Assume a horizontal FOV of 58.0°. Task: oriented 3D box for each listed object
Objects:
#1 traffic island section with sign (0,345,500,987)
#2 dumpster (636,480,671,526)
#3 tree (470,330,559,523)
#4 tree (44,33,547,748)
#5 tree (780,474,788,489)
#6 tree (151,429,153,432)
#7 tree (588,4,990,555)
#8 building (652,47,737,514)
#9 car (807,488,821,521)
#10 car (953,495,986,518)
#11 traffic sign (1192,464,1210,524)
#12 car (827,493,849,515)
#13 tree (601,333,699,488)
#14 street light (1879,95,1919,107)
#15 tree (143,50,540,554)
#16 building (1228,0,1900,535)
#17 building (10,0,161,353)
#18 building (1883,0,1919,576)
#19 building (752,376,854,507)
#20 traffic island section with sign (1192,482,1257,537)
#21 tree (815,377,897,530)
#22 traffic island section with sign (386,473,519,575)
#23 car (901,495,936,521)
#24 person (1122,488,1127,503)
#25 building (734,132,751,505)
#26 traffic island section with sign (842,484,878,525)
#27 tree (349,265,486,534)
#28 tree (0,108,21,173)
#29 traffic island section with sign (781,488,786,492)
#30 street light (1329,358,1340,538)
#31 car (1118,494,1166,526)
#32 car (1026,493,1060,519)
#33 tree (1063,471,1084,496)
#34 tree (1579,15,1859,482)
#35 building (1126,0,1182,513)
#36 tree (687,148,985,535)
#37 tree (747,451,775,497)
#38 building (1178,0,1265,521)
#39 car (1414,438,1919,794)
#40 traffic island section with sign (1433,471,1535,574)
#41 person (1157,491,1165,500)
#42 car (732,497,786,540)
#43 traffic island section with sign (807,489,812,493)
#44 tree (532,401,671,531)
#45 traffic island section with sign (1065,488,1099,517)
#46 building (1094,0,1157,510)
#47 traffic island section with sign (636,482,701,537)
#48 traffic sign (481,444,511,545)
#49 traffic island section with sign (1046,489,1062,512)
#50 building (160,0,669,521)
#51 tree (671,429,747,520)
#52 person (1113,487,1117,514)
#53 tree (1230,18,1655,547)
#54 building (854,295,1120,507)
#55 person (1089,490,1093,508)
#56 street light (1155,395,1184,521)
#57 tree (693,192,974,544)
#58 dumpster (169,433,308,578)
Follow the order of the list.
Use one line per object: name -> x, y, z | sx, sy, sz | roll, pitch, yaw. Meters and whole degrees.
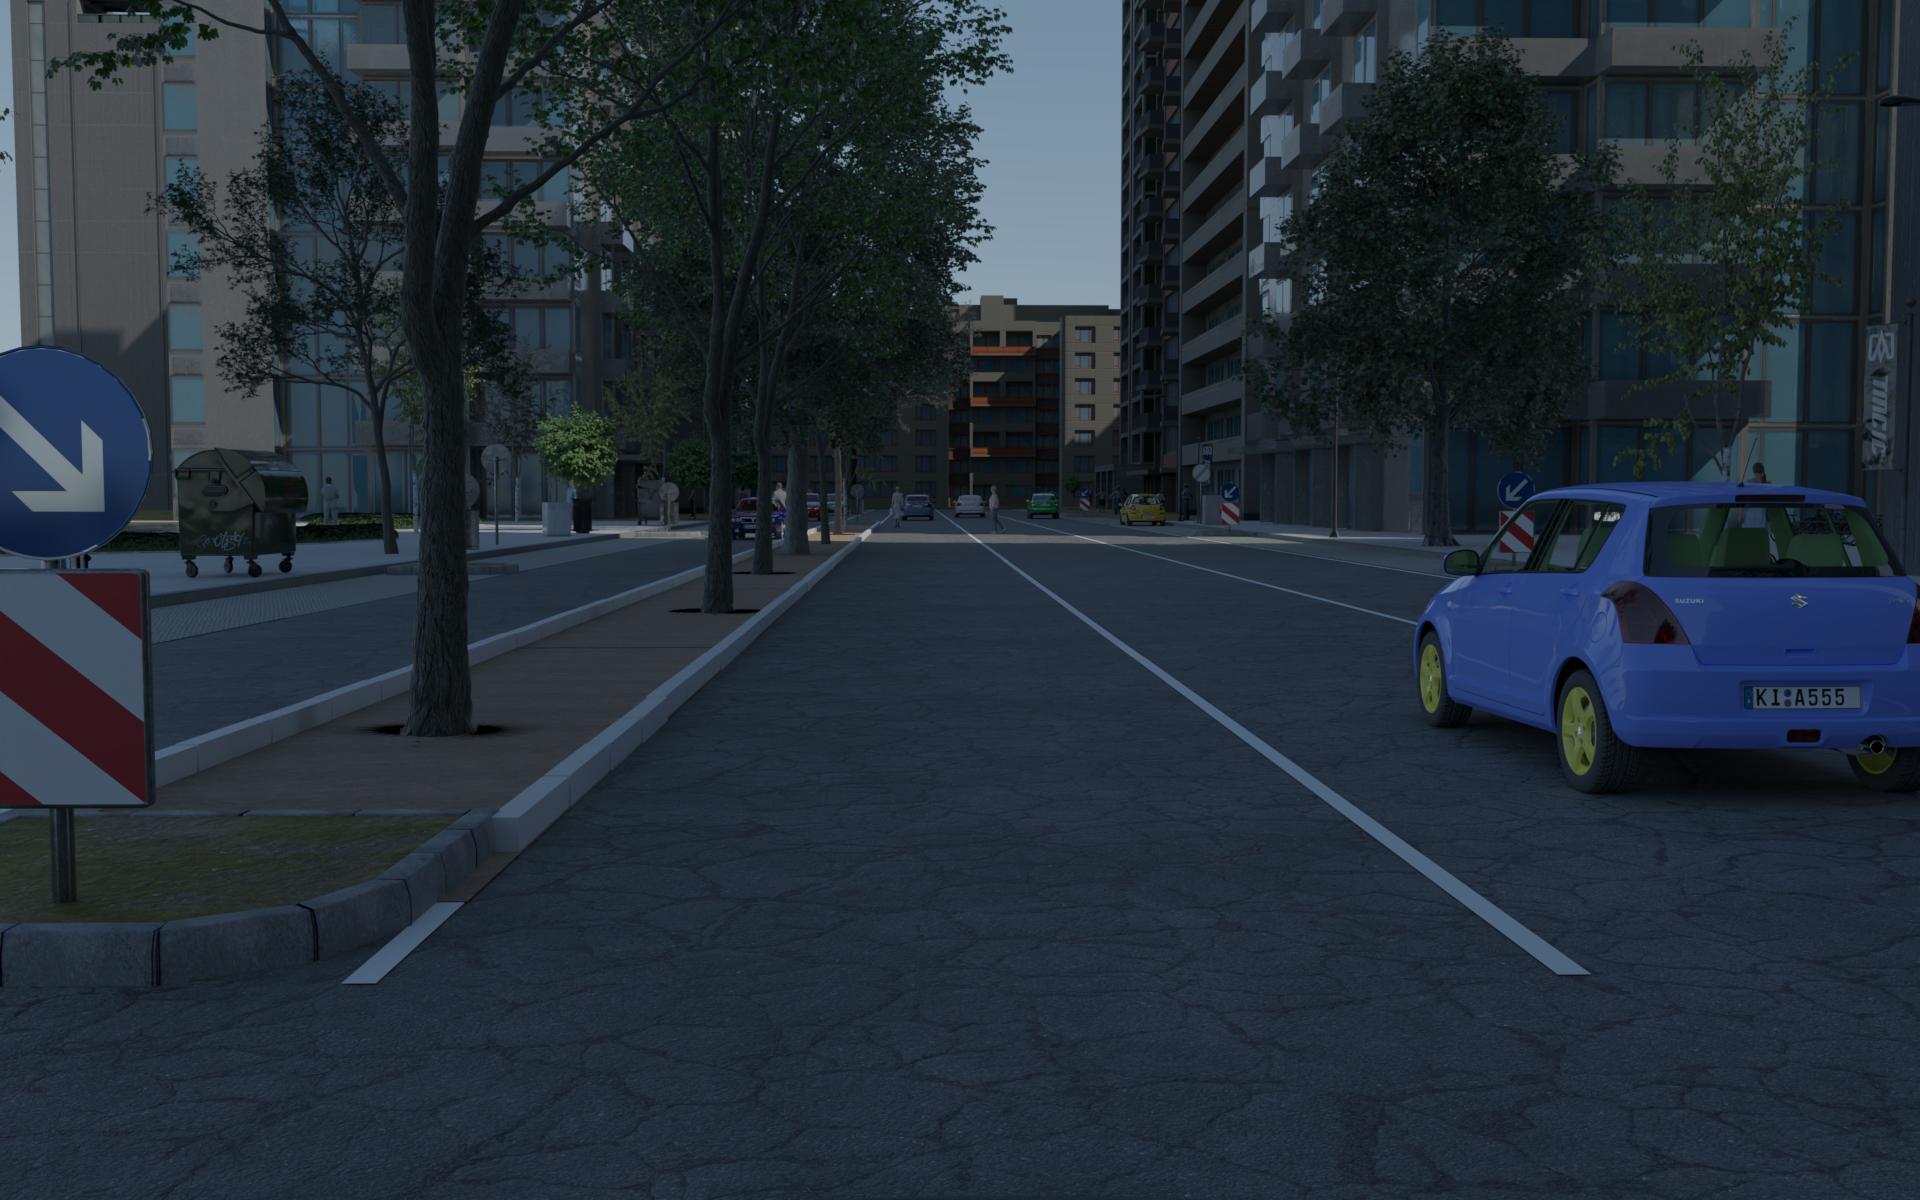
traffic island section with sign -> -2.824, 0.133, 5.969 | 2.006, 1.907, 1.989 | 0, 4, -2
dumpster -> -12.543, -3.989, 70.984 | 1.264, 1.857, 1.865 | 0, 4, -2
tree -> -20.072, -7.816, 78.155 | 4.360, 8.622, 3.978 | 0, 3, 0
tree -> -2.987, -4.994, 9.857 | 9.928, 11.665, 9.643 | 0, 3, 0
tree -> -14.431, -9.294, 146.553 | 1.663, 3.219, 1.824 | 0, 3, 0
tree -> -24.299, -3.947, 48.250 | 4.285, 4.588, 4.351 | 0, 3, 0
tree -> -3.867, -8.021, 40.261 | 9.857, 13.997, 8.962 | 0, 3, 0
building -> -27.569, -30.431, 121.250 | 21.300, 48.544, 21.600 | 0, 4, -2
car -> -8.190, -5.101, 92.447 | 2.155, 1.783, 4.494 | 0, 4, -1
car -> 0.610, -5.789, 107.014 | 2.083, 1.381, 4.827 | 0, 4, 0
traffic sign -> 10.258, -4.503, 73.733 | 0.768, 2.556, 0.104 | 0, 4, 2
car -> -8.352, -6.539, 115.703 | 1.959, 1.807, 4.718 | 0, 4, -2
tree -> -13.420, -7.731, 76.768 | 4.737, 8.622, 4.395 | 0, 3, 0
street light -> 11.402, -2.924, 20.354 | 1.470, 5.913, 1.316 | 0, 4, -2
tree -> -12.536, -6.272, 36.960 | 7.601, 10.594, 8.767 | 1, 4, 13
building -> 23.761, -27.314, 66.193 | 23.786, 49.044, 30.456 | 0, 4, -2
building -> -68.448, -28.227, 145.103 | 14.086, 41.232, 14.154 | 0, 4, -2
building -> 29.245, -29.121, 18.135 | 28.212, 58.520, 21.231 | 0, 4, -2
building -> -25.465, -20.581, 181.544 | 28.899, 21.520, 27.650 | 0, 4, -2
traffic island section with sign -> 8.929, -3.070, 58.824 | 1.989, 1.847, 2.006 | 0, 4, -2
tree -> -4.514, -7.071, 68.427 | 4.737, 8.622, 4.395 | 0, 3, 0
traffic island section with sign -> -9.074, -1.383, 31.248 | 1.989, 1.847, 2.006 | 0, 4, -2
car -> -2.306, -5.074, 94.967 | 2.014, 1.417, 4.499 | 0, 3, 0
person -> 11.557, -6.934, 120.233 | 0.721, 1.723, 1.217 | 1, 4, 9
building -> -31.824, -36.743, 142.750 | 28.212, 58.520, 21.231 | 0, 4, -2
traffic island section with sign -> -4.826, -4.461, 81.081 | 2.006, 1.907, 1.989 | 0, 4, -2
tree -> -17.387, -6.455, 55.905 | 4.737, 8.622, 4.395 | 0, 3, 0
tree -> -11.750, -4.073, 16.959 | 4.360, 8.622, 3.978 | 0, 3, 0
traffic island section with sign -> -11.123, -6.117, 108.636 | 1.989, 1.847, 2.006 | 0, 4, -2
street light -> 10.507, -4.794, 50.915 | 1.470, 5.913, 1.316 | 0, 4, -2
car -> 8.209, -4.149, 78.061 | 2.015, 1.641, 3.980 | 0, 4, -1
car -> 4.873, -5.689, 101.816 | 1.959, 1.807, 4.718 | 0, 3, 0
tree -> 9.367, -9.216, 145.283 | 1.663, 3.219, 1.824 | 0, 3, 0
tree -> 12.130, -4.719, 27.513 | 4.737, 8.622, 4.395 | 0, 3, 0
building -> 23.918, -28.374, 118.538 | 22.147, 44.769, 28.867 | 0, 4, -2
tree -> -4.214, -8.991, 59.826 | 12.009, 13.543, 11.850 | 0, 3, 0
tree -> -14.548, -7.585, 107.722 | 4.285, 4.588, 4.351 | 0, 3, 0
building -> 24.122, -28.717, 93.233 | 21.300, 48.544, 21.600 | 0, 4, -2
car -> 3.755, 0.000, 9.598 | 1.945, 1.707, 3.694 | 0, 4, -2
traffic island section with sign -> 9.659, -1.383, 31.246 | 1.989, 1.847, 2.006 | 0, 4, -2
person -> 10.757, -5.199, 94.243 | 0.799, 1.438, 0.628 | 0, 4, 1
car -> -6.419, -2.618, 55.389 | 1.945, 1.354, 3.894 | 0, 4, -1
traffic island section with sign -> -11.833, -7.765, 135.582 | 1.989, 1.847, 2.006 | 0, 4, -2
tree -> -13.404, -4.728, 61.024 | 4.285, 4.588, 4.351 | 0, 3, 0
traffic island section with sign -> 7.616, -6.101, 108.375 | 1.989, 1.847, 2.006 | 0, 4, -2
building -> 22.531, -43.108, 143.072 | 20.563, 71.187, 20.611 | 0, 4, -2
traffic island section with sign -> -9.790, -3.040, 58.333 | 1.989, 1.847, 2.006 | 0, 4, -2
traffic sign -> -11.724, -2.672, 43.795 | 0.768, 2.556, 0.104 | 0, 4, 0
traffic island section with sign -> 6.893, -7.776, 135.765 | 1.989, 1.847, 2.006 | 0, 4, -2
building -> -28.473, -29.090, 95.222 | 23.786, 49.044, 30.456 | 0, 4, -2
tree -> -13.358, -6.359, 87.678 | 4.285, 4.588, 4.351 | 0, 3, 0
person -> 10.124, -6.517, 113.318 | 0.721, 1.743, 1.217 | 1, 4, 11
tree -> 11.828, -7.669, 42.392 | 9.611, 12.733, 9.660 | 0, 3, 0
building -> 4.041, -20.587, 181.636 | 28.899, 21.520, 27.650 | 0, 4, -2
person -> 11.896, -9.198, 157.898 | 0.415, 1.643, 0.593 | 2, 4, 30
street light -> 9.823, -6.645, 81.183 | 1.470, 5.913, 1.316 | 0, 4, -2
tree -> -3.794, -6.869, 49.182 | 8.767, 10.594, 7.601 | 0, 4, -2
dumpster -> -11.348, -1.516, 27.284 | 1.502, 2.255, 1.985 | 0, 4, -1
